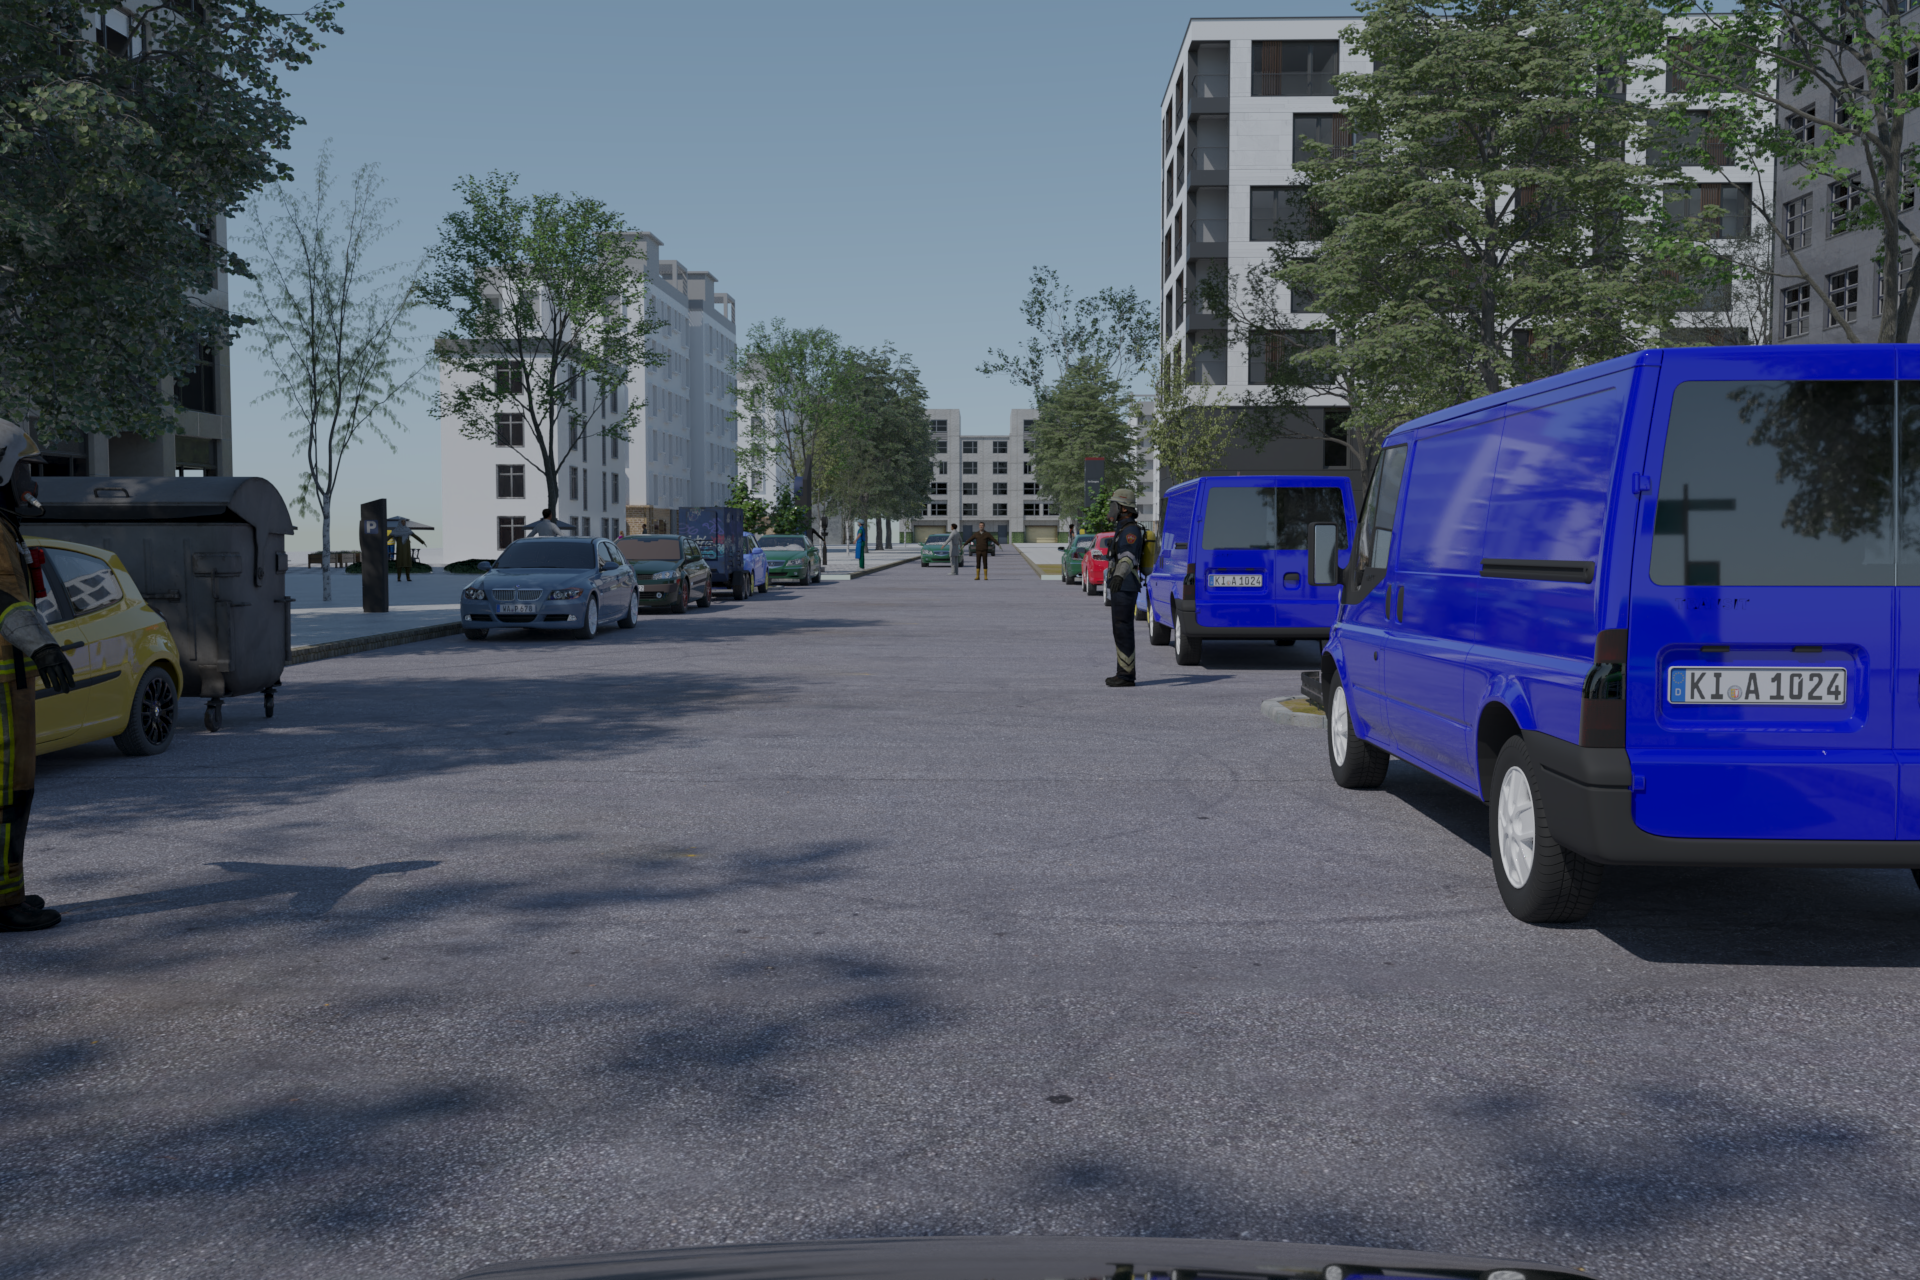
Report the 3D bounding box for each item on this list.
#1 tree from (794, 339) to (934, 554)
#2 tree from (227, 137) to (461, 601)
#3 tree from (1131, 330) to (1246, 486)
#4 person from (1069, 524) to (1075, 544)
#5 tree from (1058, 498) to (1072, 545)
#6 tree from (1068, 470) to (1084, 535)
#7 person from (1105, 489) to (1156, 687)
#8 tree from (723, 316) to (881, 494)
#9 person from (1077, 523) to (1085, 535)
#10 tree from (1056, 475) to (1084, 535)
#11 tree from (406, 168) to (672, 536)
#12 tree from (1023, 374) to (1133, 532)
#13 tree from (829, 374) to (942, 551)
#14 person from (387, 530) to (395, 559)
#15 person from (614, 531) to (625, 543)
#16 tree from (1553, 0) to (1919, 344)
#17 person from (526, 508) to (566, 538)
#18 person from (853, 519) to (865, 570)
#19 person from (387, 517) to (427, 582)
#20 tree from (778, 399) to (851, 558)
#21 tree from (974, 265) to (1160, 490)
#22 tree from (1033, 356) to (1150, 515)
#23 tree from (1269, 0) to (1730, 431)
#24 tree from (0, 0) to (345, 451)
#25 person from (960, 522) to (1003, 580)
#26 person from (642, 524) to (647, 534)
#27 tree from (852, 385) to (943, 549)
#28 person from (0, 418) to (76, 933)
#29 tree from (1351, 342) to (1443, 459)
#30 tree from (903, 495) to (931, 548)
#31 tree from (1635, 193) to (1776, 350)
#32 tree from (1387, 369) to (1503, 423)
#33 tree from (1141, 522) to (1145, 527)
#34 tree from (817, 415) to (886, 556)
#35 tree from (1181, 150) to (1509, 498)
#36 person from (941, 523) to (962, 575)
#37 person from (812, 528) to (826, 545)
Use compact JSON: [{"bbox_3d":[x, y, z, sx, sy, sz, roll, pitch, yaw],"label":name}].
[{"bbox_3d":[-6.458,-12.691,114.152,9.857,13.997,8.962,0,3,0],"label":"tree"},{"bbox_3d":[-12.298,-5.044,32.838,4.360,8.622,3.978,0,3,0],"label":"tree"},{"bbox_3d":[7.991,-6.845,62.283,4.737,8.622,4.395,0,3,0],"label":"tree"},{"bbox_3d":[5.981,-5.263,92.191,0.704,1.843,1.345,-1,4,-11],"label":"person"},{"bbox_3d":[9.978,-12.840,160.297,4.360,8.622,3.978,0,3,0],"label":"tree"},{"bbox_3d":[10.404,-12.440,153.760,4.737,8.622,4.395,0,3,0],"label":"tree"},{"bbox_3d":[1.518,-0.496,16.347,0.705,1.856,1.354,0,4,3],"label":"person"},{"bbox_3d":[-7.455,-9.577,82.342,9.928,11.665,9.643,0,3,0],"label":"tree"},{"bbox_3d":[5.906,-4.643,81.882,1.349,1.833,0.705,3,5,44],"label":"person"},{"bbox_3d":[9.677,-11.952,145.774,4.737,8.622,4.395,0,3,0],"label":"tree"},{"bbox_3d":[-11.874,-7.596,49.949,9.928,11.665,9.643,0,3,0],"label":"tree"},{"bbox_3d":[9.607,-14.070,136.702,9.857,13.997,8.962,0,3,0],"label":"tree"},{"bbox_3d":[-6.275,-13.913,134.130,9.857,13.997,8.962,0,3,0],"label":"tree"},{"bbox_3d":[-23.128,-3.918,70.527,1.216,1.772,0.721,2,4,25],"label":"person"},{"bbox_3d":[-14.940,-4.097,76.249,0.599,1.433,0.991,3,5,43],"label":"person"},{"bbox_3d":[9.900,-5.658,18.256,9.928,11.665,9.643,0,3,0],"label":"tree"},{"bbox_3d":[-8.504,-1.812,35.780,1.344,1.810,0.704,1,4,18],"label":"person"},{"bbox_3d":[-3.619,-3.467,62.812,0.704,1.817,1.347,1,4,9],"label":"person"},{"bbox_3d":[-15.037,-2.451,46.849,1.217,1.736,0.721,-2,4,-33],"label":"person"},{"bbox_3d":[-7.658,-8.786,94.013,4.737,8.622,4.395,0,3,0],"label":"tree"},{"bbox_3d":[7.909,-16.331,122.902,12.611,20.169,13.585,0,3,0],"label":"tree"},{"bbox_3d":[8.118,-11.777,110.681,7.486,12.596,7.792,0,3,0],"label":"tree"},{"bbox_3d":[9.047,-6.857,30.234,7.486,12.596,7.792,0,3,0],"label":"tree"},{"bbox_3d":[-12.358,-6.923,19.839,9.857,13.997,8.962,0,3,0],"label":"tree"},{"bbox_3d":[0.675,-2.765,53.806,1.346,1.812,0.704,1,4,11],"label":"person"},{"bbox_3d":[-15.670,-4.869,85.880,0.705,1.796,1.348,-1,4,-11],"label":"person"},{"bbox_3d":[-6.138,-14.708,147.128,9.857,13.997,8.962,0,3,0],"label":"tree"},{"bbox_3d":[-3.502,0.116,6.332,0.705,1.858,1.354,-3,4,-38],"label":"person"},{"bbox_3d":[15.720,-6.638,58.901,4.737,8.622,4.395,0,3,0],"label":"tree"},{"bbox_3d":[-4.852,-12.847,160.414,4.737,8.622,4.395,0,3,0],"label":"tree"},{"bbox_3d":[28.465,-9.265,61.856,12.009,13.543,11.850,0,3,0],"label":"tree"},{"bbox_3d":[18.296,-7.013,65.033,4.737,8.622,4.395,0,3,0],"label":"tree"},{"bbox_3d":[26.052,-18.061,245.657,4.737,8.622,4.395,0,3,0],"label":"tree"},{"bbox_3d":[-6.679,-9.308,102.544,4.360,8.622,3.978,0,3,0],"label":"tree"},{"bbox_3d":[9.851,-6.587,42.112,8.767,10.594,7.601,-3,5,-41],"label":"tree"},{"bbox_3d":[-0.230,-3.175,60.553,0.705,1.806,1.347,2,4,30],"label":"person"},{"bbox_3d":[-5.568,-3.517,63.438,1.347,1.837,0.705,-1,4,-10],"label":"person"}]
